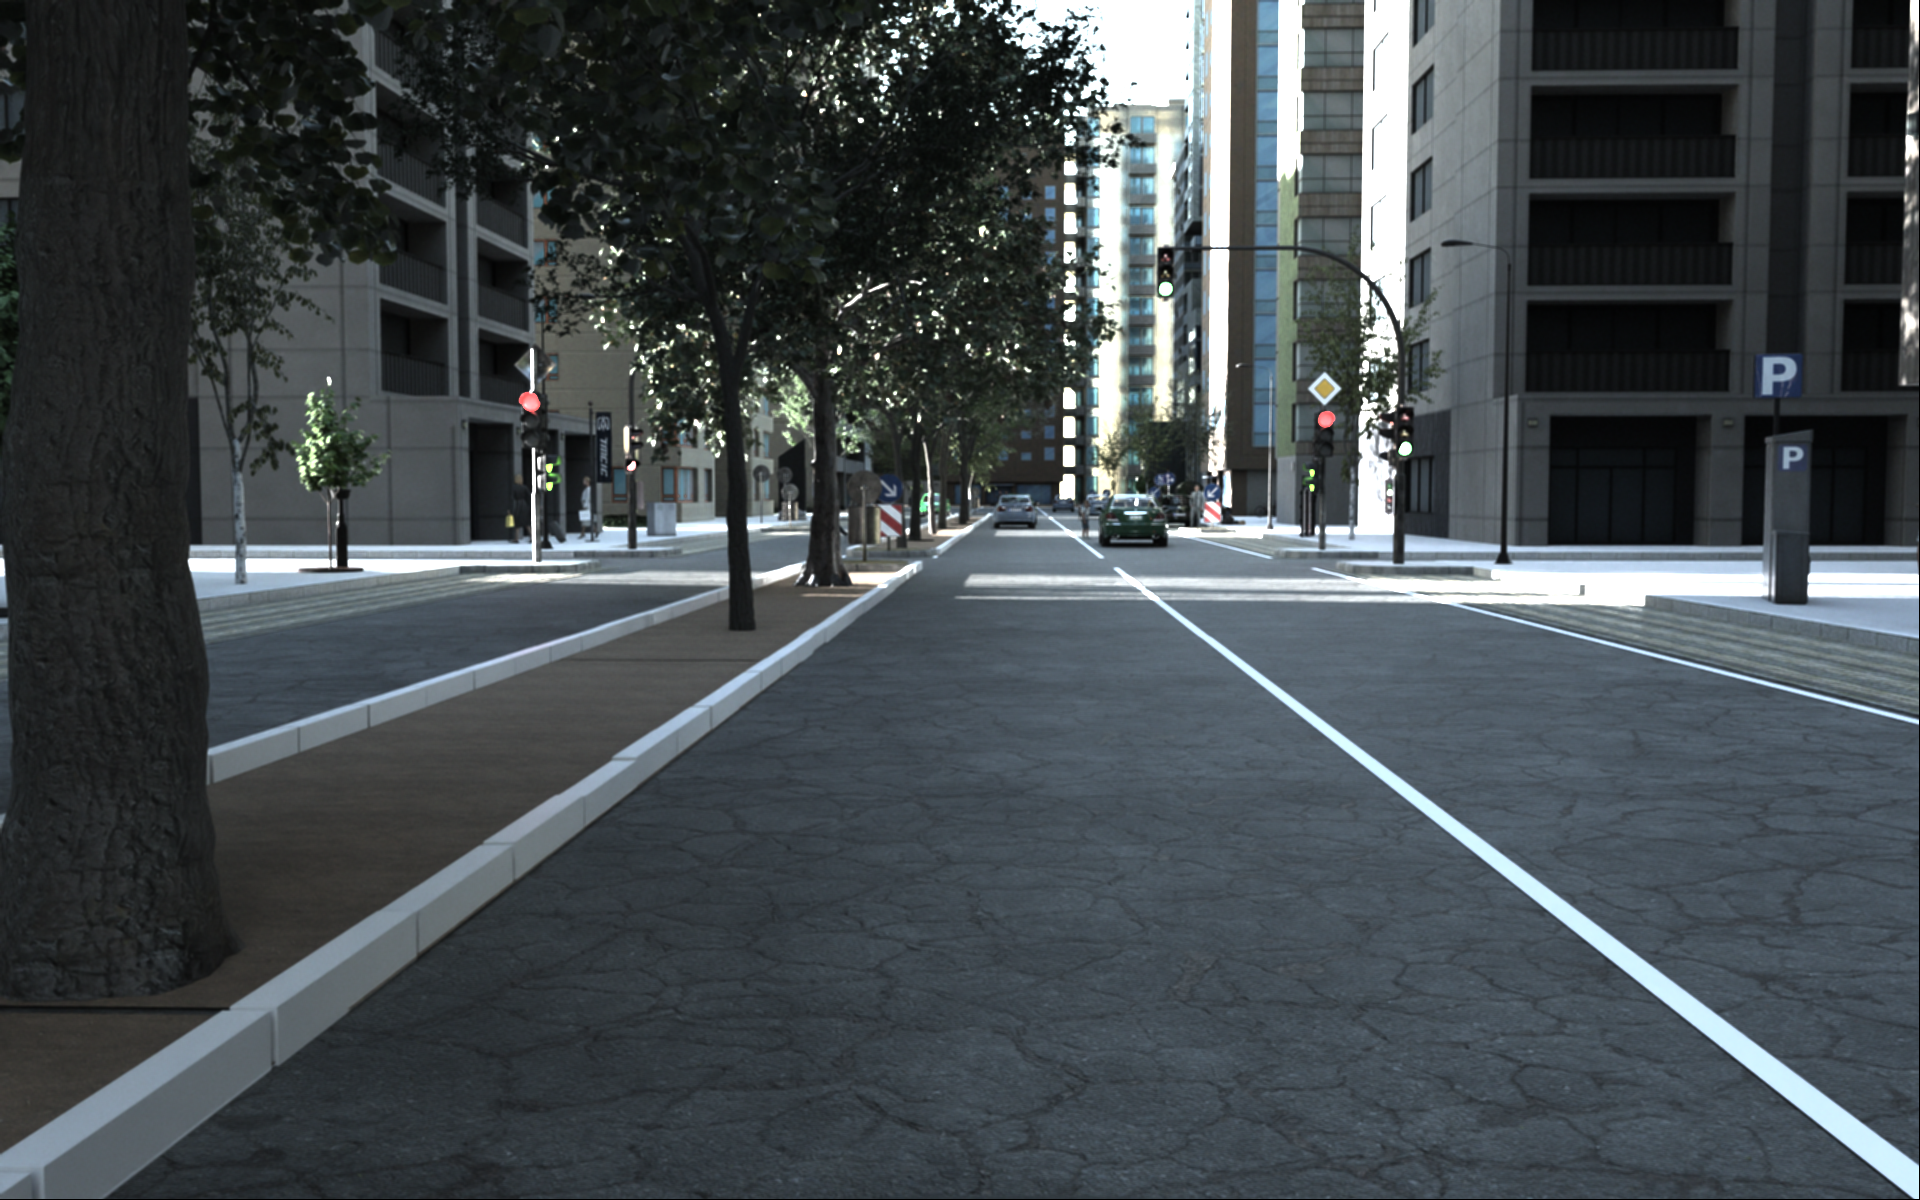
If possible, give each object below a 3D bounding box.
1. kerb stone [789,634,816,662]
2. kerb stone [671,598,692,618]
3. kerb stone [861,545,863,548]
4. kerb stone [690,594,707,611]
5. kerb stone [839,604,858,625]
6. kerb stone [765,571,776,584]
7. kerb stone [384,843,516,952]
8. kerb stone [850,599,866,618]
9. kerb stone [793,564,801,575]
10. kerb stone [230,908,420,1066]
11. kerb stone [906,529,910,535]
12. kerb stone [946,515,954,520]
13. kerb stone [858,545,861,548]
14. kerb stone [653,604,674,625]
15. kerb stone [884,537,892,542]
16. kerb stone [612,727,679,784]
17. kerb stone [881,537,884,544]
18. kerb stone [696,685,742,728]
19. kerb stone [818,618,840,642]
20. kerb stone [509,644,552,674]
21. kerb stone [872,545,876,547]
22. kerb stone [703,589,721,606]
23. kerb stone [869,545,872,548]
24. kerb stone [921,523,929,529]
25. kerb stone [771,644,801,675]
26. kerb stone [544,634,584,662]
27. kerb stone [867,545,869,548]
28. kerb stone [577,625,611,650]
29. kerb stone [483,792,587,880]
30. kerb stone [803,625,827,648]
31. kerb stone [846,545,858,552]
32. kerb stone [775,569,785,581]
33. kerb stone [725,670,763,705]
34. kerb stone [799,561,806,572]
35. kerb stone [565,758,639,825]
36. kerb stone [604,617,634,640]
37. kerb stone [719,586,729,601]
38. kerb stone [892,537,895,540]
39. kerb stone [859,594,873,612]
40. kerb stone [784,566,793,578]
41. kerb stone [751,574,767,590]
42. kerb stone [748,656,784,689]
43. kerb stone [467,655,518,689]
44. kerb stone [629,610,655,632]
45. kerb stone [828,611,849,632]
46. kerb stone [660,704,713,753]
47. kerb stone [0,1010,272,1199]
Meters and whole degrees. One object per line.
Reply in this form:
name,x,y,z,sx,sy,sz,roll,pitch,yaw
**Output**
kerb stone,-1.397,0.435,15.080,0.120,0.150,1.000,0,4,2
kerb stone,-3.325,0.117,20.276,0.120,0.150,1.000,0,4,2
kerb stone,-2.542,-1.295,43.367,0.120,0.150,1.000,0,4,2
kerb stone,-3.291,0.055,21.304,0.120,0.150,1.000,0,4,2
kerb stone,-1.267,0.185,19.176,0.120,0.150,1.000,0,4,2
kerb stone,-3.083,-0.321,27.459,0.120,0.150,1.000,0,4,2
kerb stone,-1.720,1.006,5.866,0.120,0.150,1.000,0,4,2
kerb stone,-1.235,0.122,20.198,0.120,0.150,1.000,0,4,2
kerb stone,-2.976,-0.510,30.532,0.120,0.150,1.000,0,4,2
kerb stone,-1.750,1.062,4.834,0.120,0.150,1.000,0,4,2
kerb stone,-1.834,-2.549,63.867,0.120,0.150,1.000,0,4,2
kerb stone,-0.567,-4.799,100.772,0.120,0.150,1.000,0,4,2
kerb stone,-2.578,-1.232,42.338,0.120,0.150,1.000,0,4,2
kerb stone,-3.366,0.183,19.255,0.120,0.150,1.000,0,4,2
kerb stone,-2.229,-1.858,52.582,0.120,0.150,1.000,0,4,2
kerb stone,-1.620,0.811,8.936,0.120,0.150,1.000,0,4,2
kerb stone,-2.331,-1.664,49.510,0.120,0.150,1.000,0,4,2
kerb stone,-1.541,0.686,10.986,0.120,0.150,1.000,0,4,2
kerb stone,-1.328,0.310,17.130,0.120,0.150,1.000,0,4,2
kerb stone,-3.540,0.494,14.125,0.120,0.150,1.000,0,4,2
kerb stone,-2.390,-1.543,47.466,0.120,0.150,1.000,0,4,2
kerb stone,-3.261,-0.008,22.326,0.120,0.150,1.000,0,4,2
kerb stone,-2.472,-1.408,45.411,0.120,0.150,1.000,0,4,2
kerb stone,-1.479,-3.176,74.126,0.120,0.150,1.000,0,4,2
kerb stone,-1.435,0.498,14.059,0.120,0.150,1.000,0,4,2
kerb stone,-3.503,0.433,15.154,0.120,0.150,1.000,0,4,2
kerb stone,-2.495,-1.357,44.388,0.120,0.150,1.000,0,4,2
kerb stone,-3.463,0.370,16.182,0.120,0.150,1.000,0,4,2
kerb stone,-1.681,0.936,6.886,0.120,0.150,1.000,0,4,2
kerb stone,-1.378,0.373,16.102,0.120,0.150,1.000,0,4,2
kerb stone,-2.603,-1.169,41.316,0.120,0.150,1.000,0,4,2
kerb stone,-3.051,-0.384,28.480,0.120,0.150,1.000,0,4,2
kerb stone,-1.515,0.626,12.009,0.120,0.150,1.000,0,4,2
kerb stone,-2.936,-0.566,31.554,0.120,0.150,1.000,0,4,2
kerb stone,-1.648,0.885,7.913,0.120,0.150,1.000,0,4,2
kerb stone,-3.438,0.305,17.212,0.120,0.150,1.000,0,4,2
kerb stone,-3.218,-0.070,23.347,0.120,0.150,1.000,0,4,2
kerb stone,-2.186,-1.921,53.609,0.120,0.150,1.000,0,4,2
kerb stone,-1.193,0.063,21.219,0.120,0.150,1.000,0,4,2
kerb stone,-3.010,-0.441,29.504,0.120,0.150,1.000,0,4,2
kerb stone,-3.119,-0.258,26.421,0.120,0.150,1.000,0,4,2
kerb stone,-1.476,0.560,13.036,0.120,0.150,1.000,0,4,2
kerb stone,-3.572,0.556,13.104,0.120,0.150,1.000,0,4,2
kerb stone,-3.405,0.242,18.234,0.120,0.150,1.000,0,4,2
kerb stone,-1.302,0.247,18.154,0.120,0.150,1.000,0,4,2
kerb stone,-1.585,0.751,9.960,0.120,0.150,1.000,0,4,2
kerb stone,-1.790,1.125,3.807,0.120,0.150,1.000,0,4,2
